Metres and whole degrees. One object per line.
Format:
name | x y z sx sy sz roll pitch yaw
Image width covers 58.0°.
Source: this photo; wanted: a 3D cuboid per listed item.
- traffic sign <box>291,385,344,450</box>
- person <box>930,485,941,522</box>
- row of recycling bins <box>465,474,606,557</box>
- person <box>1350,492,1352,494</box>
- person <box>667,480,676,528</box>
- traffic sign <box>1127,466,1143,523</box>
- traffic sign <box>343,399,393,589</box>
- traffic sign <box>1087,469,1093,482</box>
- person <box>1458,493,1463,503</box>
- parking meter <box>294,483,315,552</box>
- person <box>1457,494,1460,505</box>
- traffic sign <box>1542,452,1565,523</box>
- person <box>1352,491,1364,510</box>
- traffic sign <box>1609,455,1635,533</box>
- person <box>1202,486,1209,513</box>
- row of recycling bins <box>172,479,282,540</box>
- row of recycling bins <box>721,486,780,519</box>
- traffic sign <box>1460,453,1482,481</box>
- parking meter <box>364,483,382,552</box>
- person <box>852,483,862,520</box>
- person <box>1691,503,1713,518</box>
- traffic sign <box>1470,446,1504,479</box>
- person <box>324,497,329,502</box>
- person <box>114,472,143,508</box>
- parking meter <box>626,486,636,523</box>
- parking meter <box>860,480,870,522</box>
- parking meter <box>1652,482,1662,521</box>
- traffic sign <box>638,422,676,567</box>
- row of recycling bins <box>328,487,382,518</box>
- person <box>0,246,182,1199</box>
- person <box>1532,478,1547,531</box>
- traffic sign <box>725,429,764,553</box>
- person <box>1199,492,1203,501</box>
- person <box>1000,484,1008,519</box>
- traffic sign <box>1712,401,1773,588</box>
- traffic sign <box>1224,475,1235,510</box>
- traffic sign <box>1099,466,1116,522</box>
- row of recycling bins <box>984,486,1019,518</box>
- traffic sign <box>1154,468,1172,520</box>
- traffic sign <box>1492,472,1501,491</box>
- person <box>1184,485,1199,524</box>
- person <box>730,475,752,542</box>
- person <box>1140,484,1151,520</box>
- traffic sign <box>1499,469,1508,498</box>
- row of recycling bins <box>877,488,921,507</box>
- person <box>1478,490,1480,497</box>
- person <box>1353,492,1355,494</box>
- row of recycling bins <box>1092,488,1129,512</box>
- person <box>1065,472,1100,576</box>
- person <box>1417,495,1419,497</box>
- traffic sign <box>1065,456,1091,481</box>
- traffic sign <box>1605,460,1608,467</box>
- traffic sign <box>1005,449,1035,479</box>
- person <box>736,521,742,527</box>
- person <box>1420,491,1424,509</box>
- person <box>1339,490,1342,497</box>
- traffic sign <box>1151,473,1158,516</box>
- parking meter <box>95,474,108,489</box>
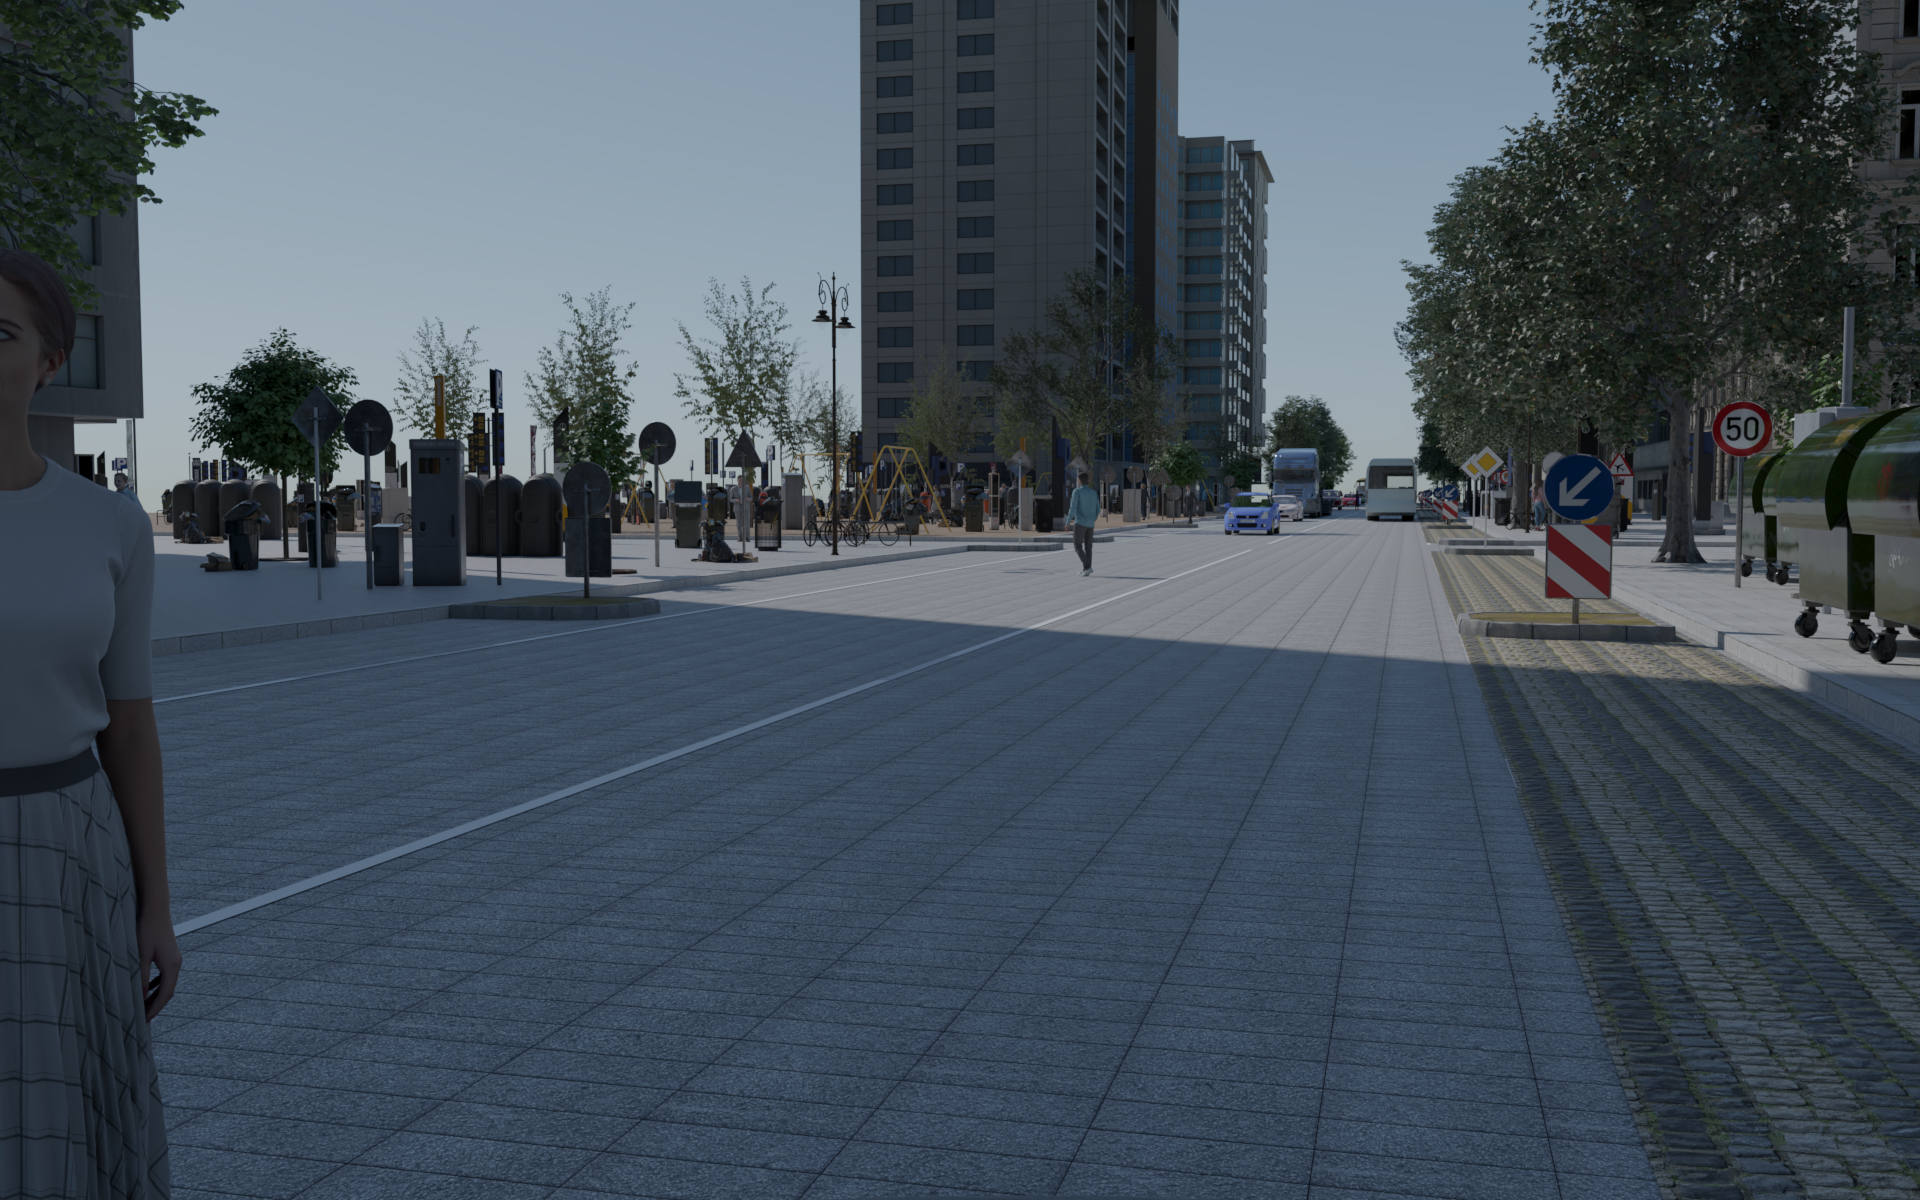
traffic sign | -7.780 -1.300 20.987 0.795 2.593 0.064 1 4 20
person | -1.117 -4.500 80.618 0.522 1.701 0.512 2 4 25
row of recycling bins | -8.977 -1.756 35.815 3.534 1.692 1.069 1 4 14
person | 49.217 -12.814 218.688 0.721 1.739 1.217 1 4 20
person | -10.694 -3.569 64.596 0.606 1.804 0.583 0 4 8
traffic sign | 7.802 -4.723 77.326 0.768 2.556 0.104 1 4 23
traffic sign | -7.960 -1.417 23.280 0.768 2.556 0.104 1 4 16
traffic sign | 5.586 -4.737 77.553 0.768 2.556 0.104 1 4 21
person | 68.351 -14.131 237.171 1.350 1.814 0.705 1 4 10
parking meter | -14.418 -1.822 38.206 0.372 1.533 0.369 0 3 0
person | 59.342 -12.197 206.192 0.721 1.736 1.217 2 4 29
traffic sign | 17.983 -3.198 52.397 0.768 2.556 0.104 1 4 19
person | 35.817 -8.982 156.031 1.217 1.739 0.721 3 5 42
traffic sign | 19.832 -3.190 52.158 0.884 2.594 0.081 1 4 19
person | 16.762 -6.908 119.002 0.620 1.820 0.660 -1 4 -8
row of recycling bins | -20.816 -2.569 49.108 3.534 1.692 1.069 1 4 18
row of recycling bins | -11.050 -5.028 89.328 3.534 1.692 1.069 -1 4 -19
traffic sign | 14.653 -2.881 49.290 0.795 2.593 0.064 1 4 14
parking meter | -13.126 -1.854 38.729 0.372 1.533 0.369 0 3 0
person | -4.302 -4.107 73.471 0.520 1.790 0.573 2 4 32
person | 25.715 -2.976 60.201 1.012 1.151 0.738 -1 4 -15
traffic sign | 12.649 -2.408 41.559 0.795 2.593 0.064 1 4 14
person | -15.416 -1.882 41.822 0.382 1.210 0.505 -2 4 -33
person | -12.472 -1.098 25.808 0.589 1.601 0.330 1 4 13
parking meter | -14.577 -4.350 76.829 0.399 1.863 0.255 3 5 39
parking meter | -4.067 -4.182 74.092 0.255 1.863 0.399 3 4 39
parking meter | 33.524 -4.748 83.338 0.255 1.863 0.399 -2 4 -28
traffic sign | -5.335 -1.856 30.449 0.768 2.556 0.104 1 4 22
row of recycling bins | -33.044 -5.364 94.807 3.534 1.692 1.069 1 4 17
person | -1.200 0.423 2.149 0.480 1.755 0.524 -3 5 -44
person | 19.935 -3.271 59.531 0.388 1.821 0.555 -3 4 -36
traffic sign | -4.314 -2.111 34.527 0.884 2.594 0.081 1 4 23
person | 21.302 -9.092 154.676 1.348 1.826 0.705 1 4 20
person | 2.160 -5.011 88.143 0.590 1.801 0.661 0 4 -6
traffic sign | 10.678 -1.443 23.700 0.768 2.556 0.104 1 4 19
traffic sign | 18.292 -7.195 117.747 0.768 2.556 0.104 1 4 19
traffic sign | 6.731 -4.836 79.176 0.768 2.556 0.104 1 4 15
row of recycling bins | 2.196 -5.264 93.175 1.069 1.692 3.534 -2 4 -34
traffic sign | 9.876 -5.159 84.350 0.884 2.594 0.081 1 4 20
traffic sign | 29.390 -5.771 94.461 0.768 2.556 0.104 2 4 24
person | 10.812 -4.488 81.661 0.659 1.850 0.755 3 4 38
person | -5.862 -2.460 46.464 0.606 1.804 0.583 -1 4 -12
person | 9.004 -4.776 84.554 0.576 1.772 0.534 -3 5 -40
traffic sign | 27.742 -5.367 87.854 0.768 2.556 0.104 2 4 24
row of recycling bins | -3.797 -6.511 113.564 1.069 1.692 3.534 2 4 34
person | 51.327 -10.078 171.751 0.756 1.711 0.436 1 4 11
person | 56.226 -14.565 247.089 0.683 1.767 0.568 1 4 15
row of recycling bins | 10.588 -7.136 123.788 3.534 1.692 1.069 0 4 3
person | 2.185 -1.329 30.254 0.660 1.820 0.620 -3 5 -40
person | 71.745 -15.904 271.719 0.628 1.438 0.799 1 4 16
traffic sign | 3.530 -3.058 52.183 0.795 2.593 0.064 1 4 14
traffic sign | 20.996 -3.497 57.287 0.768 2.556 0.104 1 4 19
traffic sign | 1.526 -2.585 44.453 0.795 2.593 0.064 1 4 14
person | -8.550 -3.783 68.101 0.583 1.804 0.606 0 4 -5
person | 44.552 -9.632 166.920 0.436 1.711 0.756 2 4 27
person | 40.622 -10.787 184.807 0.705 1.831 1.348 1 4 15
traffic sign | 11.340 -6.083 99.568 0.768 2.556 0.104 2 4 23
parking meter | -24.931 -2.726 50.275 0.255 1.863 0.399 1 4 8
